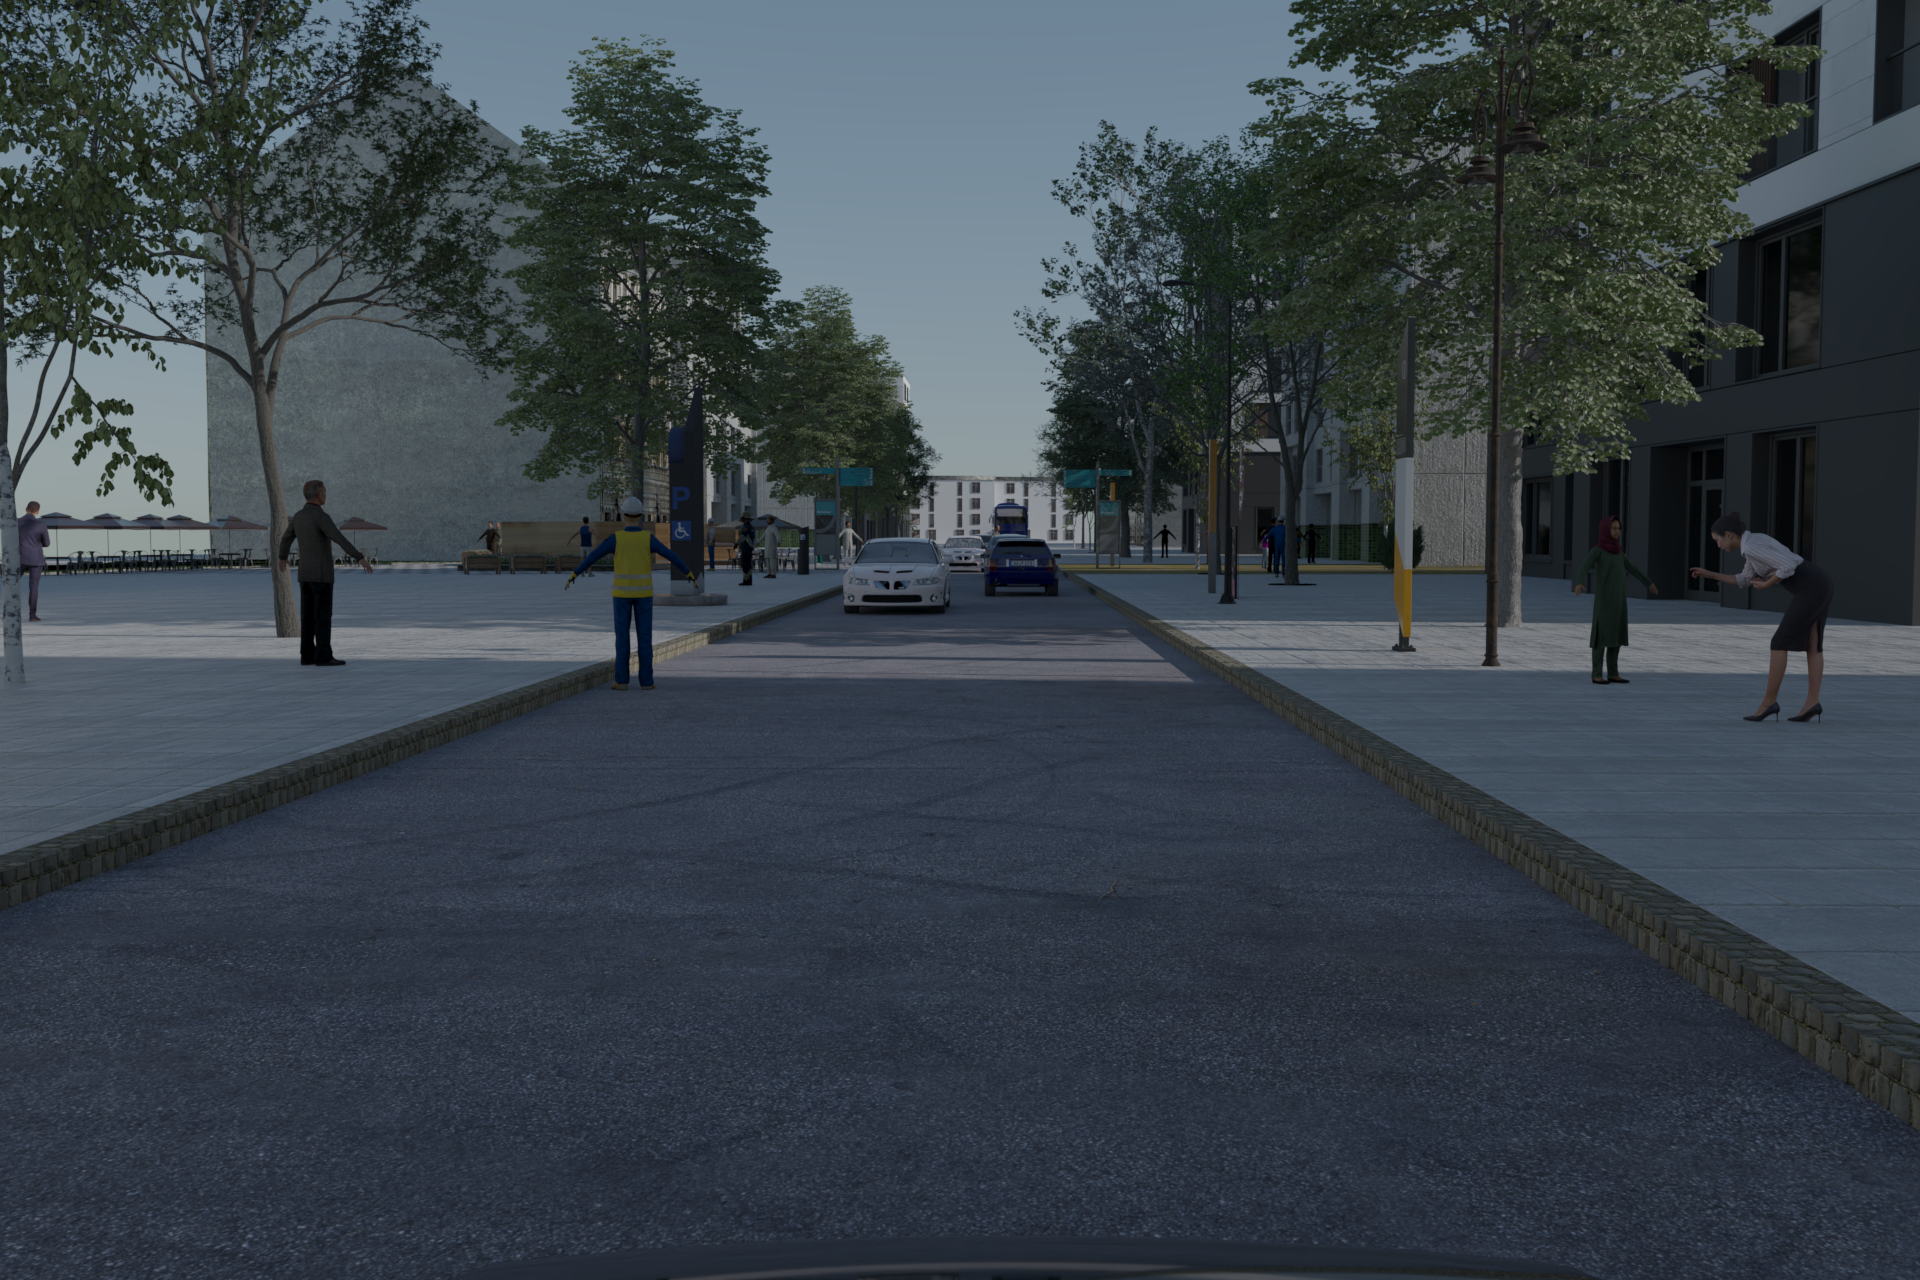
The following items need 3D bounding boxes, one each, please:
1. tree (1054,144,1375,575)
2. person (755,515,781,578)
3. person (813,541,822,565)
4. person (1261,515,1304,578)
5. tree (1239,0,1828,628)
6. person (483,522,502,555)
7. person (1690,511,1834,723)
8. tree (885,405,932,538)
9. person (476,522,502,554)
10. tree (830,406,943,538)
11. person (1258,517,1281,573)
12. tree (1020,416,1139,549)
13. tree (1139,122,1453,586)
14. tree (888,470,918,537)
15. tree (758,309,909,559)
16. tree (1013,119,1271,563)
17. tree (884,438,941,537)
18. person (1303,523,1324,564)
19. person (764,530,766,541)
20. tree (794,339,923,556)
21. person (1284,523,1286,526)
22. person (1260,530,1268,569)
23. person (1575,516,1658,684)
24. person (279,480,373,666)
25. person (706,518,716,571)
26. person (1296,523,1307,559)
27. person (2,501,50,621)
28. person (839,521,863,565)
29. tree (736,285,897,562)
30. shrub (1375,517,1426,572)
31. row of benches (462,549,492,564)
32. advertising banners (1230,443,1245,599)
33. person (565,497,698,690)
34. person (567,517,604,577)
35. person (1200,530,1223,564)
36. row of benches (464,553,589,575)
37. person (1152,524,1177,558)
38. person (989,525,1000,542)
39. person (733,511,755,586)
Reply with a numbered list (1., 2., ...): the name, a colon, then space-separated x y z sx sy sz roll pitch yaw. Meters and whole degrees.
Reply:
1. tree: 8.070 -8.820 54.583 12.009 13.543 11.850 0 3 0
2. person: -5.511 -2.701 50.252 0.704 1.819 1.344 -3 4 -36
3. person: -5.917 -4.043 72.222 0.704 1.817 1.347 -1 4 -12
4. person: 9.495 -2.770 51.164 1.347 1.842 0.705 2 4 34
5. tree: 7.646 -6.476 24.014 7.486 12.596 7.792 0 3 0
6. person: -20.413 -4.297 76.530 1.348 1.796 0.705 0 4 5
7. person: 5.522 -0.161 11.865 0.799 1.438 0.628 0 4 -4
8. tree: -5.623 -12.610 131.922 9.928 11.665 9.643 0 3 0
9. person: -19.961 -4.126 73.599 1.346 1.812 0.704 2 4 26
10. tree: -5.547 -11.498 122.399 8.767 10.594 7.601 0 4 -7
11. person: 10.409 -3.150 57.435 1.347 1.837 0.705 3 5 44
12. tree: 10.777 -14.700 150.710 12.009 13.543 11.850 0 3 0
13. tree: 8.322 -7.177 43.105 9.928 11.665 9.643 0 3 0
14. tree: -5.311 -12.320 151.792 4.737 8.622 4.395 0 3 0
15. tree: -6.410 -10.413 88.382 7.486 12.596 7.792 0 3 0
16. tree: 8.536 -13.608 78.372 12.611 20.169 13.585 0 3 0
17. tree: -5.062 -12.748 142.837 7.601 10.594 8.767 -1 4 -23
18. person: 15.358 -4.200 75.386 0.721 1.740 1.216 -2 4 -35
19. person: -8.993 -4.627 81.775 0.705 1.813 1.348 1 4 17
20. tree: -6.035 -11.213 101.467 7.486 12.596 7.792 0 3 0
21. person: 17.297 -5.280 92.103 0.705 1.856 1.354 3 4 38
22. person: 11.325 -3.348 64.006 0.599 1.433 0.991 -1 4 -19
23. person: 5.594 -0.342 14.799 0.989 1.438 0.599 -2 4 -30
24. person: -6.261 -0.656 16.910 1.348 1.807 0.705 2 4 32
25. person: -8.732 -3.349 60.610 0.705 1.847 1.347 -1 4 -13
26. person: 17.612 -5.165 90.223 1.354 1.858 0.705 -3 5 -44
27. person: -13.780 -1.166 25.548 0.683 1.767 0.568 -1 4 -21
28. person: -4.584 -3.967 71.053 1.347 1.806 0.705 -2 4 -35
29. tree: -6.600 -9.873 79.549 7.486 12.596 7.792 0 3 0
30. shrub: 14.799 -3.285 58.124 1.690 2.028 1.600 0 3 0
31. row of benches: -19.721 -3.380 70.724 1.422 0.672 4.104 0 4 -7
32. advertising banners: 5.441 -2.330 34.282 0.090 3.025 2.074 0 4 1
33. person: -3.028 -0.434 16.012 1.216 1.772 0.721 -1 4 -14
34. person: -11.253 -2.816 52.208 1.345 1.807 0.704 1 4 11
35. person: 10.679 -4.116 74.099 1.217 1.733 0.721 2 4 25
36. row of benches: -13.983 -2.461 55.702 4.104 0.672 1.422 -2 4 -24
37. person: 10.995 -5.310 93.011 1.347 1.806 0.705 0 4 -5
38. person: 1.540 -3.825 71.268 0.705 1.796 1.348 2 4 35
39. person: -5.330 -2.273 43.031 0.704 1.845 1.351 1 4 9
